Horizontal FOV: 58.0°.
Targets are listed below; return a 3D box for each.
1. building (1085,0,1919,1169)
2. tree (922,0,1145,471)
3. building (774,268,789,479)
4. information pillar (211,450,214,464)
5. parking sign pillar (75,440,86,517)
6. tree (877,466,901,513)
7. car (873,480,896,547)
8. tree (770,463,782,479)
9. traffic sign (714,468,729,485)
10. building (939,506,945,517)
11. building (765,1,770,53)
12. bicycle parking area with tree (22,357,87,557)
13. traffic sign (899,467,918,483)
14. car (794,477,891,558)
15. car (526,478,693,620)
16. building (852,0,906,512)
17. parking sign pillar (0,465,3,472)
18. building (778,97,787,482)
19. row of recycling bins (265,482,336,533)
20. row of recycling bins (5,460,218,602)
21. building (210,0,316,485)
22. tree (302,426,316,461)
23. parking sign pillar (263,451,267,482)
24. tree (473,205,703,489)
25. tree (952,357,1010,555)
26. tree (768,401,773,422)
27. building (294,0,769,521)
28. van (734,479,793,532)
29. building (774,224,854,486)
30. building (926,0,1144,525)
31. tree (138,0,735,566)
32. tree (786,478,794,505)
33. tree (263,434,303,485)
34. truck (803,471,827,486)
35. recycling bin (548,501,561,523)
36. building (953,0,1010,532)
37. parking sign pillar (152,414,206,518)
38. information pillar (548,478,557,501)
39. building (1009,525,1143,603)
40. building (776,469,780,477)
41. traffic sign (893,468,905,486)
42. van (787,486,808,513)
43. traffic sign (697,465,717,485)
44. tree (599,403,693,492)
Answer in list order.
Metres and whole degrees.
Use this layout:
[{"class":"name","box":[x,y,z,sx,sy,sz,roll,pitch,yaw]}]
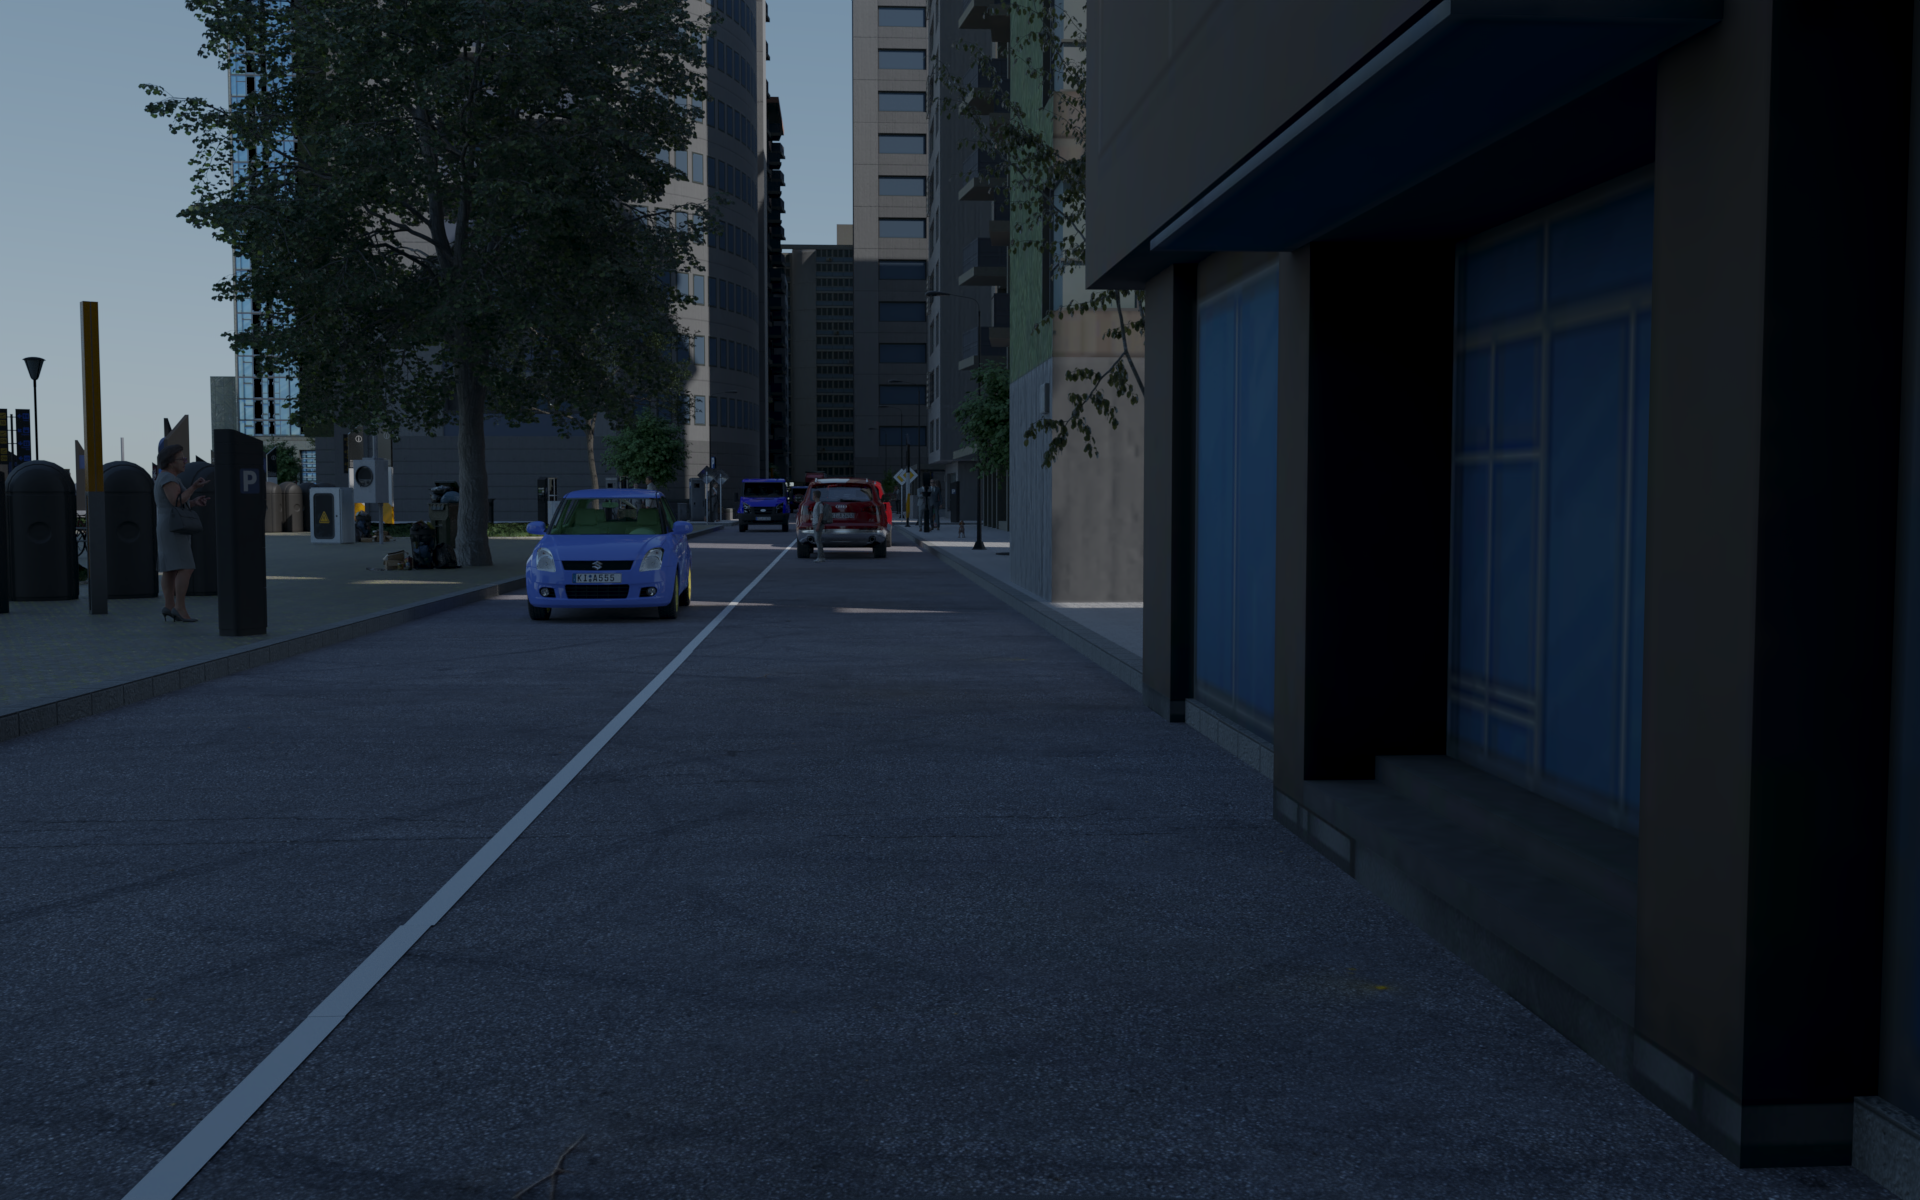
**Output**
[{"class":"building","box":[8.239,-21.659,4.235,14.600,45.320,14.200,0,4,-4]},{"class":"tree","box":[2.052,-4.083,17.112,4.360,8.622,3.978,0,3,0]},{"class":"building","box":[-28.947,-27.488,221.126,14.107,30.474,14.160,0,4,-4]},{"class":"information pillar","box":[-38.913,-6.070,90.595,0.504,3.616,0.183,-1,4,-13]},{"class":"parking sign pillar","box":[-43.807,-6.013,86.785,1.447,3.967,1.447,0,4,-4]},{"class":"tree","box":[-4.712,-7.502,117.263,1.663,3.219,1.824,0,3,0]},{"class":"car","box":[-2.912,-2.420,48.247,2.281,1.827,5.304,0,4,-2]},{"class":"tree","box":[-16.986,-10.174,150.057,4.285,4.588,4.351,0,3,0]},{"class":"traffic sign","box":[-10.796,-4.640,78.049,0.795,2.593,0.064,0,4,-4]},{"class":"building","box":[13.232,-25.238,104.518,32.217,40.220,23.993,0,4,-4]},{"class":"building","box":[-25.653,-29.117,130.685,22.147,44.769,28.867,0,4,-4]},{"class":"bicycle parking area with tree","box":[-20.584,-2.880,34.093,9.016,4.147,8.231,3,4,38]},{"class":"traffic sign","box":[-2.075,-4.185,70.618,0.795,2.593,0.064,0,4,-4]},{"class":"car","box":[-2.736,-1.934,40.295,2.281,1.827,5.304,0,4,-3]},{"class":"car","box":[-4.172,-0.691,20.884,1.945,1.707,3.694,0,4,-5]},{"class":"building","box":[1.864,-36.520,139.107,21.231,58.520,28.212,0,4,-4]},{"class":"parking sign pillar","box":[-47.820,-5.986,86.336,1.447,3.967,1.447,-1,4,-18]},{"class":"building","box":[-30.101,-32.563,187.030,22.147,44.769,28.867,0,4,-4]},{"class":"row of recycling bins","box":[-22.439,-3.157,58.733,1.069,1.692,3.534,1,4,21]},{"class":"row of recycling bins","box":[-10.774,-0.869,21.320,3.534,1.692,1.069,-2,4,-34]},{"class":"building","box":[-75.390,-55.027,212.365,31.000,86.520,22.319,0,4,-4]},{"class":"tree","box":[-43.350,-10.414,120.633,4.737,8.622,4.395,0,3,0]},{"class":"parking sign pillar","box":[-36.463,-6.240,90.488,1.447,3.967,1.447,1,4,13]},{"class":"tree","box":[-10.982,-7.117,50.771,7.601,10.594,8.767,1,4,9]},{"class":"tree","box":[1.465,-3.239,36.674,4.285,4.588,4.351,0,3,0]},{"class":"tree","box":[-14.263,-10.034,114.410,4.737,8.622,4.395,0,3,0]},{"class":"building","box":[-21.701,-33.760,93.978,21.231,58.520,28.212,0,4,-4]},{"class":"van","box":[-7.566,-3.830,66.997,2.240,2.365,5.245,0,4,-5]},{"class":"building","box":[-15.248,-34.275,252.276,23.993,40.220,32.217,0,4,-4]},{"class":"building","box":[5.641,-24.585,85.552,14.086,41.232,14.154,0,4,-4]},{"class":"tree","box":[-8.849,-7.585,30.666,9.857,13.997,8.962,0,3,0]},{"class":"tree","box":[-20.318,-12.894,205.413,1.663,3.219,1.824,0,3,0]},{"class":"tree","box":[-37.411,-6.771,94.420,4.285,4.588,4.351,0,3,0]},{"class":"truck","box":[-17.917,-13.848,215.324,2.839,4.237,11.283,0,4,-3]},{"class":"recycling bin","box":[-14.539,-3.079,62.902,0.722,1.027,0.722,2,4,30]},{"class":"building","box":[11.381,-24.556,56.108,22.147,44.769,28.867,0,4,-4]},{"class":"parking sign pillar","box":[-26.363,-4.257,58.082,1.447,3.967,1.447,0,4,7]},{"class":"information pillar","box":[-18.557,-4.556,78.987,0.304,2.012,0.304,1,4,11]},{"class":"building","box":[7.616,-20.971,26.471,14.154,41.232,14.086,0,4,-4]},{"class":"building","box":[-27.475,-44.245,161.652,20.563,71.187,20.611,0,4,-4]},{"class":"traffic sign","box":[-2.619,-4.672,78.585,0.795,2.593,0.064,0,4,-4]},{"class":"van","box":[-12.029,-7.805,131.988,2.240,2.365,5.245,0,4,-5]},{"class":"traffic sign","box":[-10.252,-4.152,70.082,0.795,2.593,0.064,0,4,-4]},{"class":"tree","box":[-11.101,-4.792,62.066,4.285,4.588,4.351,0,3,0]}]
